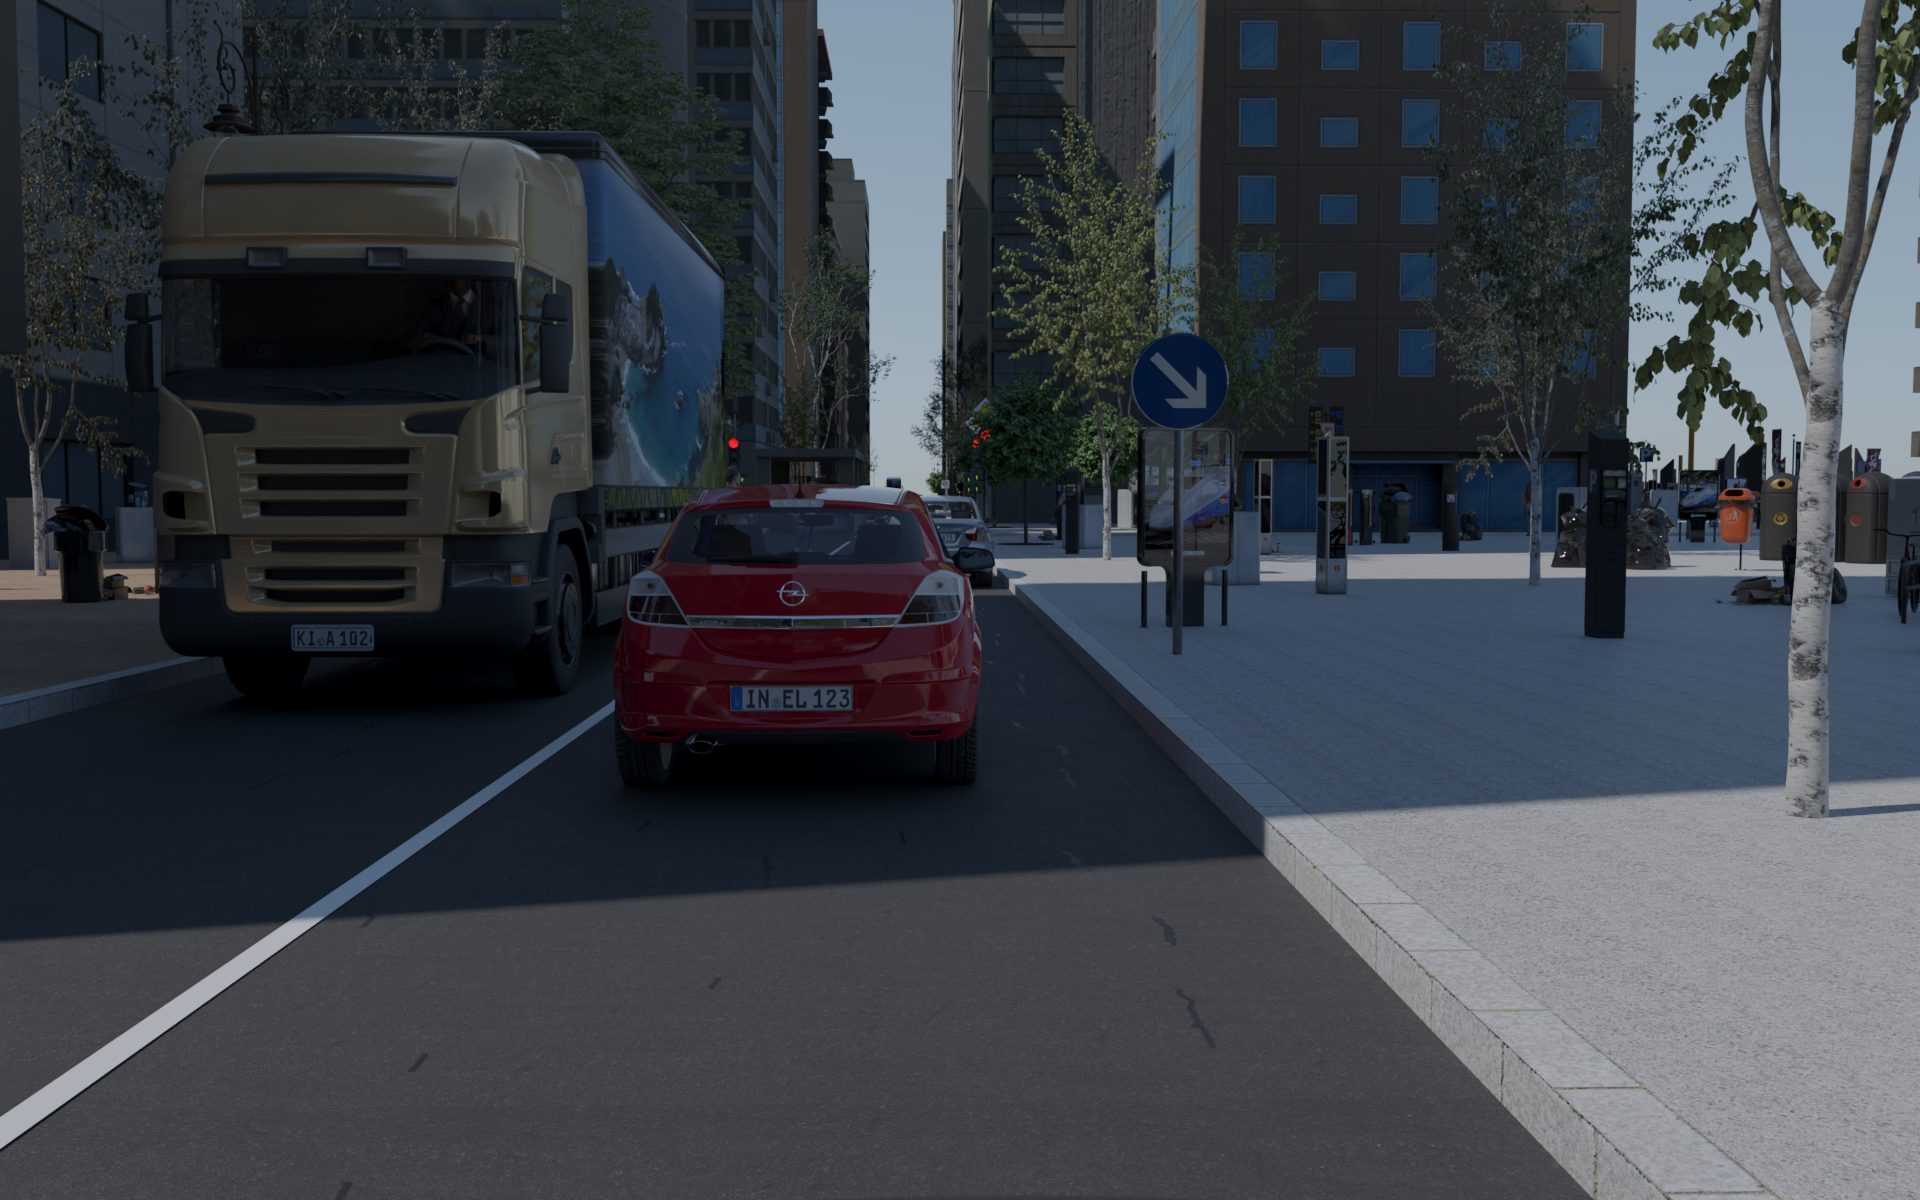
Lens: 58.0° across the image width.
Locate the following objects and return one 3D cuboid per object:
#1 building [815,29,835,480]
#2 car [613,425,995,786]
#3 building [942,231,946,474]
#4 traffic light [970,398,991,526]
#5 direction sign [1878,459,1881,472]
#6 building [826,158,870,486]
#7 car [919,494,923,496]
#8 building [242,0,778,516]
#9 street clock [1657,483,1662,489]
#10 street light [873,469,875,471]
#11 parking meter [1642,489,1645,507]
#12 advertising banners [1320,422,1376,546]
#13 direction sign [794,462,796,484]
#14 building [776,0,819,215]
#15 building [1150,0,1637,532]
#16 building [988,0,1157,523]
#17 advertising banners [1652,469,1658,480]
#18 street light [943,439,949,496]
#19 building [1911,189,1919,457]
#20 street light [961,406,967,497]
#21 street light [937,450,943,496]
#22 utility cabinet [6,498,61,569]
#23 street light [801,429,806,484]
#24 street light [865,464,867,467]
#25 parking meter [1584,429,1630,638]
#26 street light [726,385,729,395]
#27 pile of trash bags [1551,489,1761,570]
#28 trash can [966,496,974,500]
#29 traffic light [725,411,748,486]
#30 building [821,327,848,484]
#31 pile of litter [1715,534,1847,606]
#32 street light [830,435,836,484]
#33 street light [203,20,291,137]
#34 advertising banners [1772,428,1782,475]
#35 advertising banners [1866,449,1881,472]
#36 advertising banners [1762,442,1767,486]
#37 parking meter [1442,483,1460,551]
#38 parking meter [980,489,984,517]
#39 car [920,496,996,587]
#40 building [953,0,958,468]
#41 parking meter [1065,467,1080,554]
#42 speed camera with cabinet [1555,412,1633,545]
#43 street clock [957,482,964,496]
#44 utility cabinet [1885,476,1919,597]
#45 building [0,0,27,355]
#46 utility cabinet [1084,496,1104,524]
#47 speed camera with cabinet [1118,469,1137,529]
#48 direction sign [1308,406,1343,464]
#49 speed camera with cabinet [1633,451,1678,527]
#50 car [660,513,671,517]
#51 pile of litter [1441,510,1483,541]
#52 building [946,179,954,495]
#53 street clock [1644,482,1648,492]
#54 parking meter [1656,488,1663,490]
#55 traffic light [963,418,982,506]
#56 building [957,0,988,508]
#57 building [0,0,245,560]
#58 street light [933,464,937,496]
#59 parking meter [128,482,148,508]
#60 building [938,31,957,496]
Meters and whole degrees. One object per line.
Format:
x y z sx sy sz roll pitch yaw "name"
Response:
-23.128 -30.993 161.364 22.147 44.769 28.867 0 4 -1 "building"
-0.844 -0.060 10.022 2.155 1.783 4.494 0 4 -2 "car"
4.001 -38.874 285.691 14.600 45.320 14.200 0 4 -1 "building"
0.725 -3.773 50.612 0.839 4.253 0.868 0 4 -1 "traffic light"
58.642 -7.294 111.251 0.876 3.537 0.379 2 4 35 "direction sign"
-24.139 -38.470 252.679 21.300 48.544 21.600 0 4 -1 "building"
-2.893 -5.939 107.324 2.015 1.641 3.980 0 4 -3 "car"
-20.196 -23.112 69.764 32.217 40.220 23.993 0 4 -1 "building"
44.631 -6.496 110.772 0.358 2.002 0.471 -3 5 -44 "street clock"
-12.936 -17.583 260.267 0.468 5.910 1.993 0 4 -1 "street light"
33.912 -4.762 86.271 0.372 1.533 0.369 0 3 0 "parking meter"
9.600 -2.858 42.917 2.074 3.025 0.090 -3 4 -37 "advertising banners"
-8.396 -5.889 88.281 0.379 3.537 0.876 -1 4 -11 "direction sign"
-18.728 -29.954 139.856 14.600 45.320 14.200 0 4 -1 "building"
14.982 -25.273 63.318 14.200 45.320 14.600 0 4 -1 "building"
8.259 -24.350 81.709 14.154 41.232 14.086 0 4 -1 "building"
49.023 -7.621 120.792 2.074 3.025 0.090 -1 4 -21 "advertising banners"
-0.896 -9.822 133.377 0.468 5.910 1.993 0 4 -1 "street light"
52.382 -27.286 69.835 21.600 48.544 21.300 0 4 -1 "building"
0.245 -7.225 90.909 0.468 5.910 1.993 0 4 -1 "street light"
-1.719 -11.911 167.535 0.468 5.910 1.993 0 4 -1 "street light"
-16.048 -1.155 30.049 1.020 1.237 0.306 2 4 25 "utility cabinet"
-9.082 -7.807 100.429 0.468 5.910 1.993 0 4 -1 "street light"
-11.853 -15.030 218.534 0.468 5.910 1.993 0 4 -1 "street light"
5.776 -0.597 15.469 0.255 1.863 0.399 0 4 1 "parking meter"
-8.010 -5.251 58.642 0.468 5.910 1.993 0 4 -1 "street light"
11.950 -1.233 29.912 3.447 1.369 1.912 3 5 42 "pile of trash bags"
0.762 -6.472 117.468 0.748 1.137 0.748 0 3 0 "trash can"
-7.577 -4.248 58.383 0.839 4.253 0.868 0 4 -1 "traffic light"
-26.725 -21.149 190.825 27.650 21.520 28.899 0 4 -1 "building"
9.682 -0.395 20.419 1.719 0.858 1.176 0 4 -8 "pile of litter"
-9.950 -9.991 136.136 0.468 5.910 1.993 0 4 -1 "street light"
-7.083 -2.738 17.560 0.468 5.910 1.993 0 4 -1 "street light"
21.866 -3.024 45.627 0.090 3.025 2.074 0 4 -1 "advertising banners"
34.009 -4.274 66.069 2.074 3.025 0.090 0 4 8 "advertising banners"
27.546 -3.836 58.904 0.090 3.025 2.074 3 5 40 "advertising banners"
11.091 -1.878 39.108 0.372 1.533 0.369 0 3 0 "parking meter"
1.262 -5.048 90.946 0.372 1.533 0.369 0 3 0 "parking meter"
-0.399 -0.980 28.028 2.014 1.417 4.499 0 4 -2 "car"
9.775 -39.862 193.749 21.231 58.520 28.212 0 4 -1 "building"
2.410 -1.920 37.099 0.255 1.863 0.399 1 4 12 "parking meter"
15.199 -2.899 41.730 0.660 3.252 2.038 -1 4 -15 "speed camera with cabinet"
0.040 -6.237 106.552 0.471 2.002 0.358 0 4 6 "street clock"
11.799 -0.769 21.256 0.318 1.500 1.173 0 4 3 "utility cabinet"
-16.240 -21.962 9.194 14.600 45.320 14.200 0 4 -1 "building"
5.668 -3.826 73.721 1.020 1.237 0.306 0 4 4 "utility cabinet"
6.511 -4.330 65.129 0.660 3.252 2.038 1 4 23 "speed camera with cabinet"
9.459 -3.232 44.847 0.876 3.537 0.379 0 4 3 "direction sign"
27.328 -4.542 68.596 2.038 3.252 0.660 1 4 15 "speed camera with cabinet"
-11.212 -2.564 54.282 4.827 1.381 2.083 0 4 -1 "car"
13.809 -2.074 47.876 1.719 0.858 1.176 -3 5 -40 "pile of litter"
5.156 -33.230 226.905 14.154 41.232 14.086 0 4 -1 "building"
39.687 -5.851 100.226 0.358 2.002 0.471 1 4 9 "street clock"
29.327 -3.940 72.836 0.372 1.533 0.369 0 3 0 "parking meter"
0.531 -4.261 58.595 0.839 4.253 0.868 0 4 -1 "traffic light"
10.657 -32.065 147.957 21.300 48.544 21.600 0 4 -1 "building"
-28.998 -36.560 36.011 20.611 71.187 20.563 0 4 -1 "building"
-2.677 -14.468 209.336 0.468 5.910 1.993 0 4 -1 "street light"
-17.207 -1.705 36.280 0.372 1.533 0.369 0 3 0 "parking meter"
6.887 -50.724 267.594 20.563 71.187 20.611 0 4 -1 "building"
